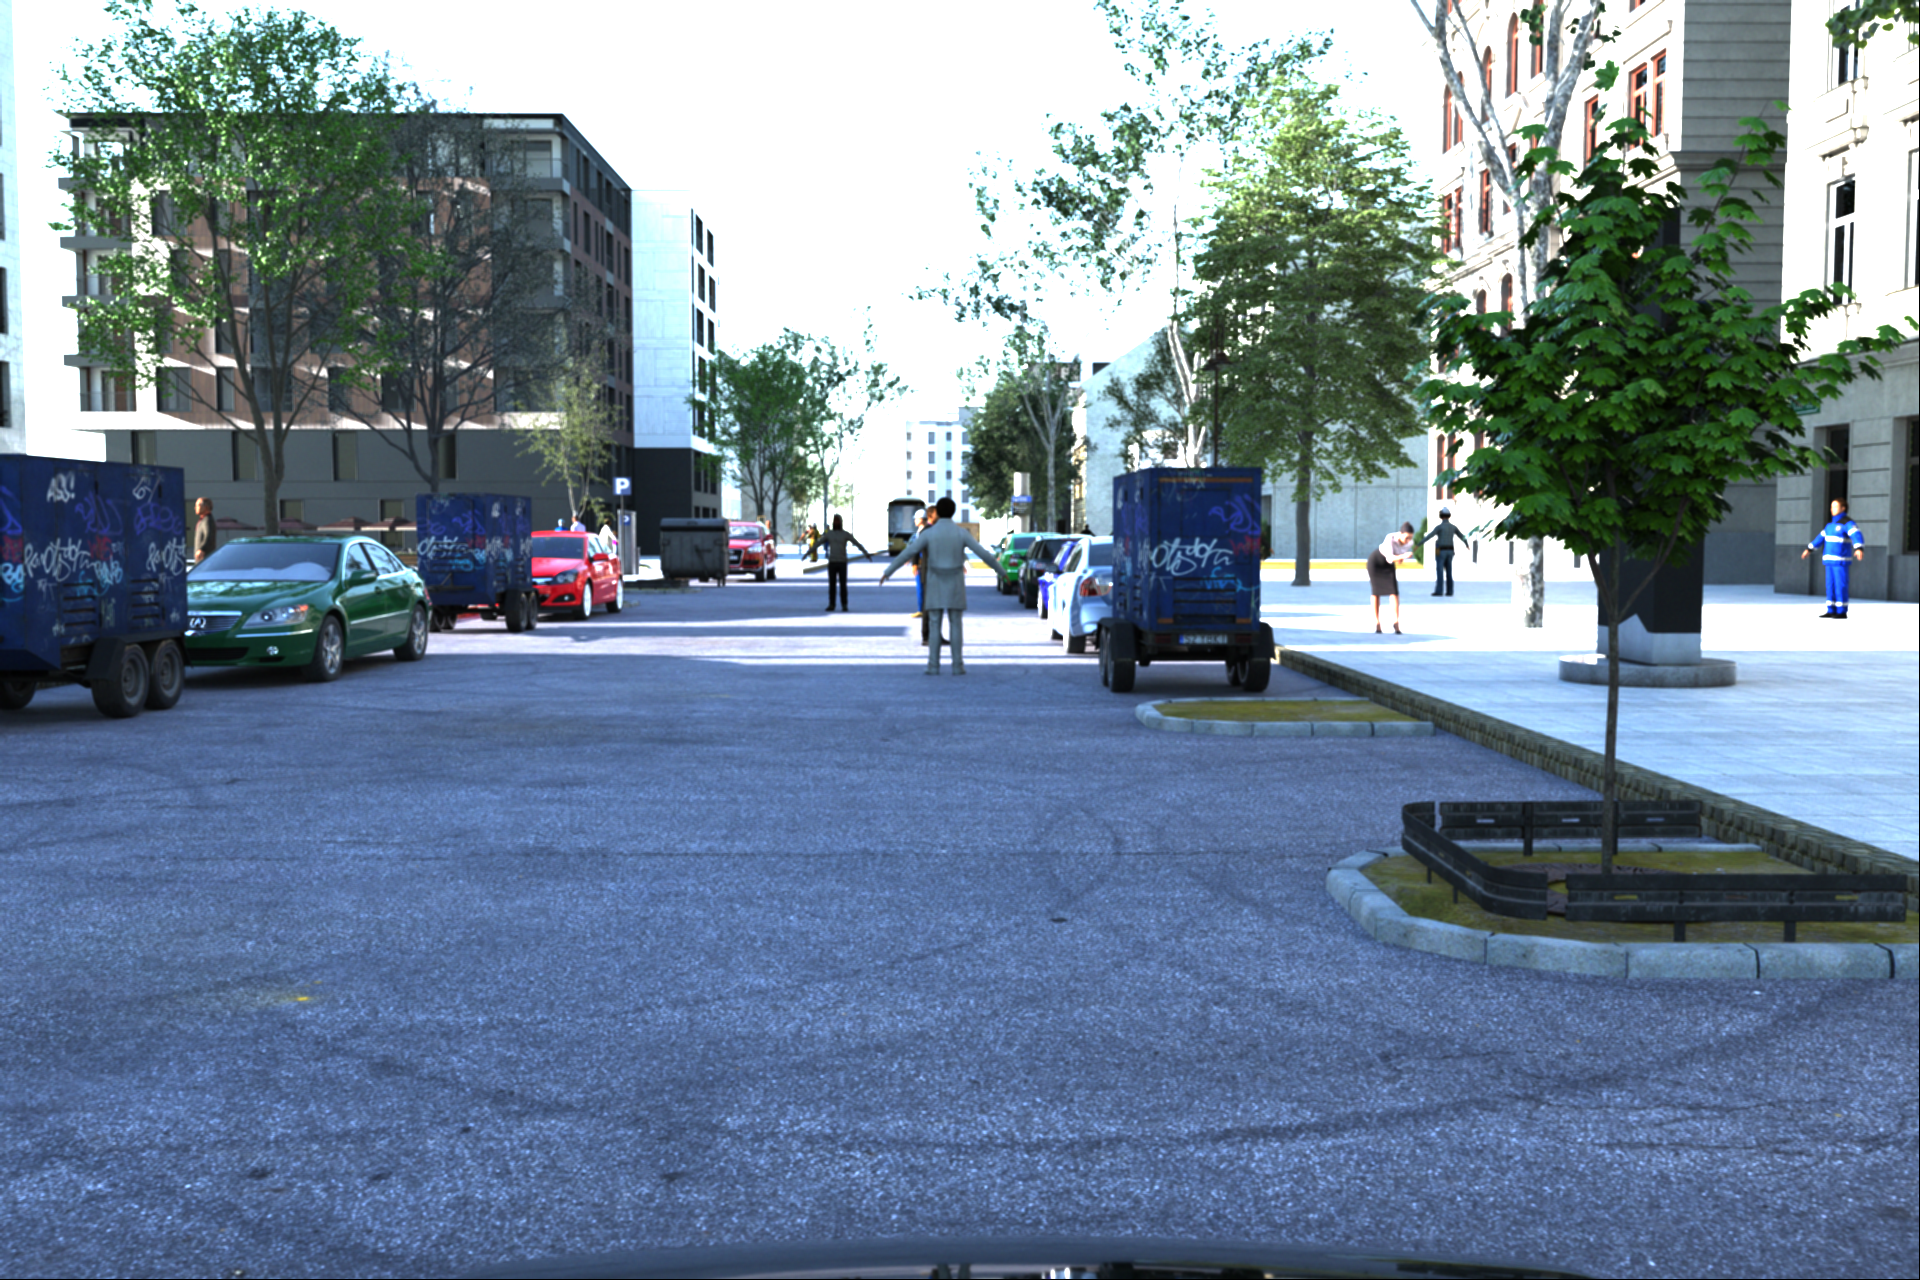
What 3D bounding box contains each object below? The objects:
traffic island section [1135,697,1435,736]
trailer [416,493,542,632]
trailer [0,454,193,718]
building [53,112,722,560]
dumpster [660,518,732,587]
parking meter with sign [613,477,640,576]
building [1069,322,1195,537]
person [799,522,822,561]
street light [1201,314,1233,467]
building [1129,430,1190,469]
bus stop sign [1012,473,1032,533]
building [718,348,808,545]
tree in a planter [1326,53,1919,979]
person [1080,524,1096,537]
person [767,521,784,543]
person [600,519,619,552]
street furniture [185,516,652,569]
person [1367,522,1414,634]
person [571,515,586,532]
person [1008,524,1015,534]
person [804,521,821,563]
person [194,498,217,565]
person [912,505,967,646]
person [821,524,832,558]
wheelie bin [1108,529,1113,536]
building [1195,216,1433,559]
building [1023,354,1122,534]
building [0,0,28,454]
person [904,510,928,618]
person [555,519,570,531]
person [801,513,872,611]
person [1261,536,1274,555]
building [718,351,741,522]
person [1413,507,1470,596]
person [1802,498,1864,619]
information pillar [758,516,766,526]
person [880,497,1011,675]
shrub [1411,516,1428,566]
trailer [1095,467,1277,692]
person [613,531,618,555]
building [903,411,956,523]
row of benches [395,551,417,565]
[{"bbox_3d":[2.375,0.586,13.280,1.991,0.108,1.994,0,4,0],"label":"traffic island section"},{"bbox_3d":[-7.073,-1.087,24.814,1.471,1.999,3.904,0,4,0],"label":"trailer"},{"bbox_3d":[-7.148,-0.368,13.064,1.471,1.999,3.904,0,4,-1],"label":"trailer"},{"bbox_3d":[-29.887,-15.693,100.554,27.936,21.610,32.646,0,4,0],"label":"building"},{"bbox_3d":[-7.233,-2.392,47.318,1.865,1.857,1.264,0,4,0],"label":"dumpster"},{"bbox_3d":[-10.351,-3.532,54.016,0.543,3.016,1.738,0,3,0],"label":"parking meter with sign"},{"bbox_3d":[21.880,-21.634,184.643,19.493,23.208,18.063,0,3,0],"label":"building"},{"bbox_3d":[-6.793,-4.499,79.702,1.345,1.843,0.704,1,4,14],"label":"person"},{"bbox_3d":[5.410,-3.904,36.620,0.468,5.910,1.993,0,4,0],"label":"street light"},{"bbox_3d":[19.340,-12.100,139.979,9.099,9.664,28.070,0,4,0],"label":"building"},{"bbox_3d":[2.663,-5.230,74.523,0.837,3.901,0.837,0,4,1],"label":"bus stop sign"},{"bbox_3d":[-28.516,-23.103,208.655,19.493,23.208,18.063,0,3,0],"label":"building"},{"bbox_3d":[2.462,-0.566,6.482,1.991,3.239,1.994,0,4,0],"label":"tree in a planter"},{"bbox_3d":[6.840,-5.324,93.229,1.347,1.806,0.705,2,4,31],"label":"person"},{"bbox_3d":[-7.360,-3.694,66.661,1.348,1.796,0.705,1,4,16],"label":"person"},{"bbox_3d":[-12.358,-3.352,60.896,0.704,1.819,1.344,-3,5,-40],"label":"person"},{"bbox_3d":[-23.510,-4.072,71.603,27.439,1.986,14.083,1,4,9],"label":"street furniture"},{"bbox_3d":[5.563,-0.796,22.239,0.799,1.438,0.628,3,5,40],"label":"person"},{"bbox_3d":[-11.405,-2.774,51.273,0.599,1.838,0.709,2,4,33],"label":"person"},{"bbox_3d":[2.843,-5.073,89.088,1.346,1.812,0.704,-1,4,-13],"label":"person"},{"bbox_3d":[-6.609,-4.426,78.141,0.705,1.858,1.354,2,4,27],"label":"person"},{"bbox_3d":[-11.012,-1.165,25.235,0.705,1.807,1.348,-2,4,-24],"label":"person"},{"bbox_3d":[-0.316,-0.833,22.300,0.704,1.802,1.346,2,4,28],"label":"person"},{"bbox_3d":[-6.890,-5.201,91.009,1.349,1.833,0.705,0,4,5],"label":"person"},{"bbox_3d":[5.213,-3.056,57.882,0.693,1.594,0.980,0,3,0],"label":"wheelie bin"},{"bbox_3d":[24.640,-14.594,105.074,16.747,18.905,31.486,0,4,0],"label":"building"},{"bbox_3d":[21.597,-22.604,213.548,27.936,21.610,32.646,0,4,-1],"label":"building"},{"bbox_3d":[-30.532,-11.291,38.487,10.420,20.400,16.860,0,4,-1],"label":"building"},{"bbox_3d":[-0.669,-1.314,29.796,0.705,1.847,1.347,1,4,14],"label":"person"},{"bbox_3d":[-14.554,-3.497,63.297,1.347,1.817,0.704,0,4,2],"label":"person"},{"bbox_3d":[-2.283,-1.448,32.255,1.348,1.813,0.705,1,4,10],"label":"person"},{"bbox_3d":[5.087,-1.578,31.870,1.348,1.821,0.705,1,4,13],"label":"person"},{"bbox_3d":[-29.232,-19.748,179.302,16.016,20.090,11.380,0,4,-1],"label":"building"},{"bbox_3d":[10.030,-1.839,35.905,1.345,1.849,0.704,-1,4,-17],"label":"person"},{"bbox_3d":[13.262,-1.238,26.211,0.704,1.831,1.345,-1,4,-8],"label":"person"},{"bbox_3d":[-8.167,-4.103,71.575,0.304,2.012,0.304,0,4,1],"label":"information pillar"},{"bbox_3d":[-0.148,-0.555,17.720,1.347,1.806,0.705,0,4,-3],"label":"person"},{"bbox_3d":[18.766,-3.979,69.099,1.661,2.075,1.752,0,3,0],"label":"shrub"},{"bbox_3d":[2.035,-0.592,16.723,1.471,1.999,3.904,0,4,-2],"label":"trailer"},{"bbox_3d":[-16.432,-4.502,82.873,0.599,1.433,0.991,-2,4,-29],"label":"person"},{"bbox_3d":[-7.938,-24.384,257.548,11.380,20.090,16.016,-1,4,-10],"label":"building"},{"bbox_3d":[-18.442,-2.853,62.106,4.104,0.672,1.422,-2,4,-31],"label":"row of benches"}]
